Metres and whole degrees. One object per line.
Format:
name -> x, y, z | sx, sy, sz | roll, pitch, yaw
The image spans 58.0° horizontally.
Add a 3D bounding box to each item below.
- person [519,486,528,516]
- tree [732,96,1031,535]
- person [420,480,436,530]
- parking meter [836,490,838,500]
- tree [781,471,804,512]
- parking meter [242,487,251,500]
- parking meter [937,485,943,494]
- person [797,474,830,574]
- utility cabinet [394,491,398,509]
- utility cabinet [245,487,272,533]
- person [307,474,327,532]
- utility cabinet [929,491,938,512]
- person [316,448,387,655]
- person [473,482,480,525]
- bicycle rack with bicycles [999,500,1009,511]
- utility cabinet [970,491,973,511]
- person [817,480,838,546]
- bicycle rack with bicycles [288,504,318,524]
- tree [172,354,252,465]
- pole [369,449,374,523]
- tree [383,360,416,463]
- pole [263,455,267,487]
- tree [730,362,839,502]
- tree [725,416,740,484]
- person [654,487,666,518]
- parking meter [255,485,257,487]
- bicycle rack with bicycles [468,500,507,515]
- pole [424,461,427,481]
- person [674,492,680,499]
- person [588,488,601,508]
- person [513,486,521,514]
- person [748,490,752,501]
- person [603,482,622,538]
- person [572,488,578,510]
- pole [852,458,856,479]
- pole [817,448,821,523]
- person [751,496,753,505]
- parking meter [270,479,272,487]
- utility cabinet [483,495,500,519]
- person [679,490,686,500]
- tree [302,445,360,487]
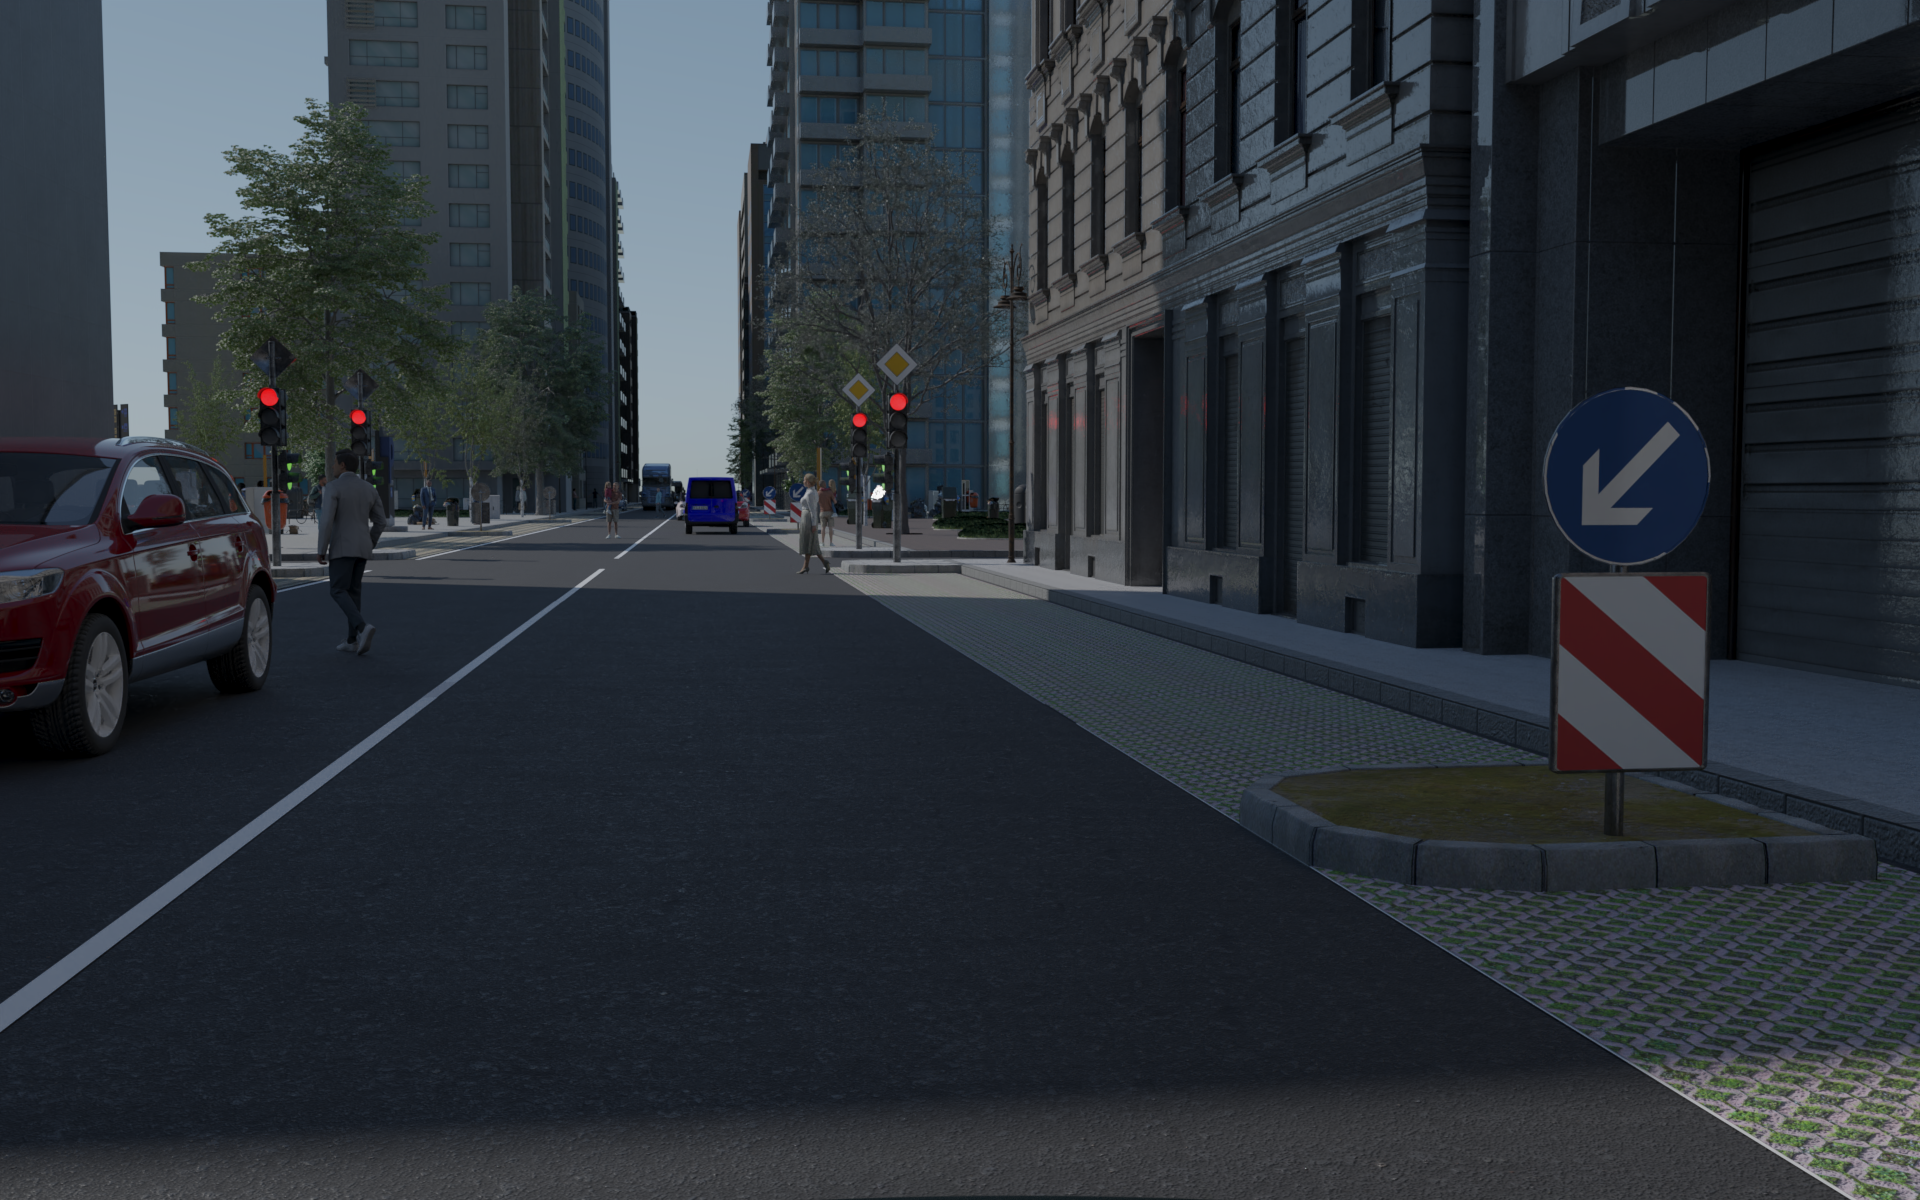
person -> -26.061, -5.907, 103.111 | 0.515, 1.767, 0.782 | 1, 4, 11
tree -> -1.926, -8.821, 54.594 | 12.009, 13.543, 11.850 | 0, 3, 0
person -> -19.218, -3.446, 62.561 | 0.419, 1.800, 0.721 | 3, 5, 40
parking meter -> -8.074, -6.318, 111.712 | 0.372, 1.533, 0.369 | 0, 3, 0
tree -> -12.096, -8.122, 127.390 | 1.663, 3.219, 1.824 | 0, 3, 0
parking meter -> -25.791, -3.321, 62.702 | 0.372, 1.533, 0.369 | 0, 3, 0
parking meter -> -1.278, -6.436, 110.947 | 0.399, 1.863, 0.255 | -2, 4, -29
person -> -2.626, -1.367, 31.073 | 0.641, 1.798, 0.478 | 1, 4, 18
utility cabinet -> -36.610, -6.281, 111.369 | 1.173, 1.500, 0.318 | 3, 5, 39
utility cabinet -> -22.599, -2.884, 55.838 | 0.318, 1.500, 1.173 | 0, 4, 6
person -> -17.542, -2.551, 47.735 | 0.794, 1.824, 0.713 | -3, 5, -44
utility cabinet -> -1.646, -6.115, 108.666 | 0.318, 1.500, 1.173 | 1, 4, 16
person -> -5.453, -0.446, 15.633 | 0.795, 1.843, 0.661 | 2, 4, 35
person -> -20.102, -4.039, 72.264 | 0.419, 1.800, 0.721 | 0, 4, 0
bicycle rack with bicycles -> 3.730, -6.153, 113.982 | 2.925, 0.926, 2.852 | 2, 4, 30
utility cabinet -> 0.625, -6.541, 115.617 | 0.318, 1.500, 1.173 | -1, 4, -11
person -> -3.599, -2.376, 47.319 | 0.580, 1.828, 0.573 | -3, 4, -37
bicycle rack with bicycles -> -27.369, -3.744, 74.598 | 2.852, 0.926, 2.925 | 1, 4, 16
tree -> -39.737, -8.646, 91.719 | 4.737, 8.622, 4.395 | 0, 3, 0
pole -> -26.349, -5.121, 77.577 | 0.158, 3.312, 0.155 | 0, 3, 0
tree -> -26.919, -8.352, 86.919 | 4.737, 8.622, 4.395 | 0, 3, 0
pole -> -36.287, -5.911, 90.485 | 0.158, 3.312, 0.155 | 0, 3, 0
tree -> -11.485, -11.186, 117.302 | 7.601, 10.594, 8.767 | 1, 4, 16
tree -> -23.559, -17.389, 202.441 | 7.486, 12.596, 7.792 | 0, 3, 0
person -> -17.865, -5.794, 103.099 | 0.748, 1.841, 0.638 | -1, 4, -9
parking meter -> -40.737, -5.802, 100.575 | 0.399, 1.863, 0.255 | 3, 5, 39
bicycle rack with bicycles -> -29.412, -5.786, 107.981 | 2.852, 0.926, 2.925 | -1, 4, -20
pole -> -33.211, -6.961, 107.661 | 0.158, 3.312, 0.155 | 0, 3, 0
person -> -33.317, -11.807, 202.270 | 1.217, 1.736, 0.721 | 1, 4, 11
person -> -32.992, -9.200, 156.478 | 1.348, 1.822, 0.705 | -3, 4, -37
person -> -28.365, -6.418, 111.163 | 0.728, 1.800, 0.709 | -2, 4, -30
person -> -25.055, -12.168, 205.431 | 0.683, 1.767, 0.568 | -1, 4, -20
person -> -11.263, -2.907, 56.011 | 0.573, 1.828, 0.580 | 3, 5, 42
person -> -30.126, -7.887, 135.711 | 0.721, 1.736, 1.217 | -2, 4, -30
pole -> -4.743, -5.125, 77.630 | 0.158, 3.312, 0.155 | 0, 3, 0
pole -> -6.210, -5.053, 76.466 | 0.158, 3.312, 0.155 | 0, 3, 0
person -> -25.301, -12.237, 209.302 | 0.799, 1.438, 0.628 | 0, 4, 3
parking meter -> -27.304, -3.867, 68.929 | 0.255, 1.863, 0.399 | -1, 4, -15
utility cabinet -> -24.016, -4.725, 88.415 | 1.020, 1.237, 0.306 | -1, 4, -12
person -> -23.828, -8.633, 149.655 | 0.705, 1.823, 1.348 | 2, 4, 26
tree -> -36.112, -7.060, 99.141 | 4.285, 4.588, 4.351 | 0, 3, 0
